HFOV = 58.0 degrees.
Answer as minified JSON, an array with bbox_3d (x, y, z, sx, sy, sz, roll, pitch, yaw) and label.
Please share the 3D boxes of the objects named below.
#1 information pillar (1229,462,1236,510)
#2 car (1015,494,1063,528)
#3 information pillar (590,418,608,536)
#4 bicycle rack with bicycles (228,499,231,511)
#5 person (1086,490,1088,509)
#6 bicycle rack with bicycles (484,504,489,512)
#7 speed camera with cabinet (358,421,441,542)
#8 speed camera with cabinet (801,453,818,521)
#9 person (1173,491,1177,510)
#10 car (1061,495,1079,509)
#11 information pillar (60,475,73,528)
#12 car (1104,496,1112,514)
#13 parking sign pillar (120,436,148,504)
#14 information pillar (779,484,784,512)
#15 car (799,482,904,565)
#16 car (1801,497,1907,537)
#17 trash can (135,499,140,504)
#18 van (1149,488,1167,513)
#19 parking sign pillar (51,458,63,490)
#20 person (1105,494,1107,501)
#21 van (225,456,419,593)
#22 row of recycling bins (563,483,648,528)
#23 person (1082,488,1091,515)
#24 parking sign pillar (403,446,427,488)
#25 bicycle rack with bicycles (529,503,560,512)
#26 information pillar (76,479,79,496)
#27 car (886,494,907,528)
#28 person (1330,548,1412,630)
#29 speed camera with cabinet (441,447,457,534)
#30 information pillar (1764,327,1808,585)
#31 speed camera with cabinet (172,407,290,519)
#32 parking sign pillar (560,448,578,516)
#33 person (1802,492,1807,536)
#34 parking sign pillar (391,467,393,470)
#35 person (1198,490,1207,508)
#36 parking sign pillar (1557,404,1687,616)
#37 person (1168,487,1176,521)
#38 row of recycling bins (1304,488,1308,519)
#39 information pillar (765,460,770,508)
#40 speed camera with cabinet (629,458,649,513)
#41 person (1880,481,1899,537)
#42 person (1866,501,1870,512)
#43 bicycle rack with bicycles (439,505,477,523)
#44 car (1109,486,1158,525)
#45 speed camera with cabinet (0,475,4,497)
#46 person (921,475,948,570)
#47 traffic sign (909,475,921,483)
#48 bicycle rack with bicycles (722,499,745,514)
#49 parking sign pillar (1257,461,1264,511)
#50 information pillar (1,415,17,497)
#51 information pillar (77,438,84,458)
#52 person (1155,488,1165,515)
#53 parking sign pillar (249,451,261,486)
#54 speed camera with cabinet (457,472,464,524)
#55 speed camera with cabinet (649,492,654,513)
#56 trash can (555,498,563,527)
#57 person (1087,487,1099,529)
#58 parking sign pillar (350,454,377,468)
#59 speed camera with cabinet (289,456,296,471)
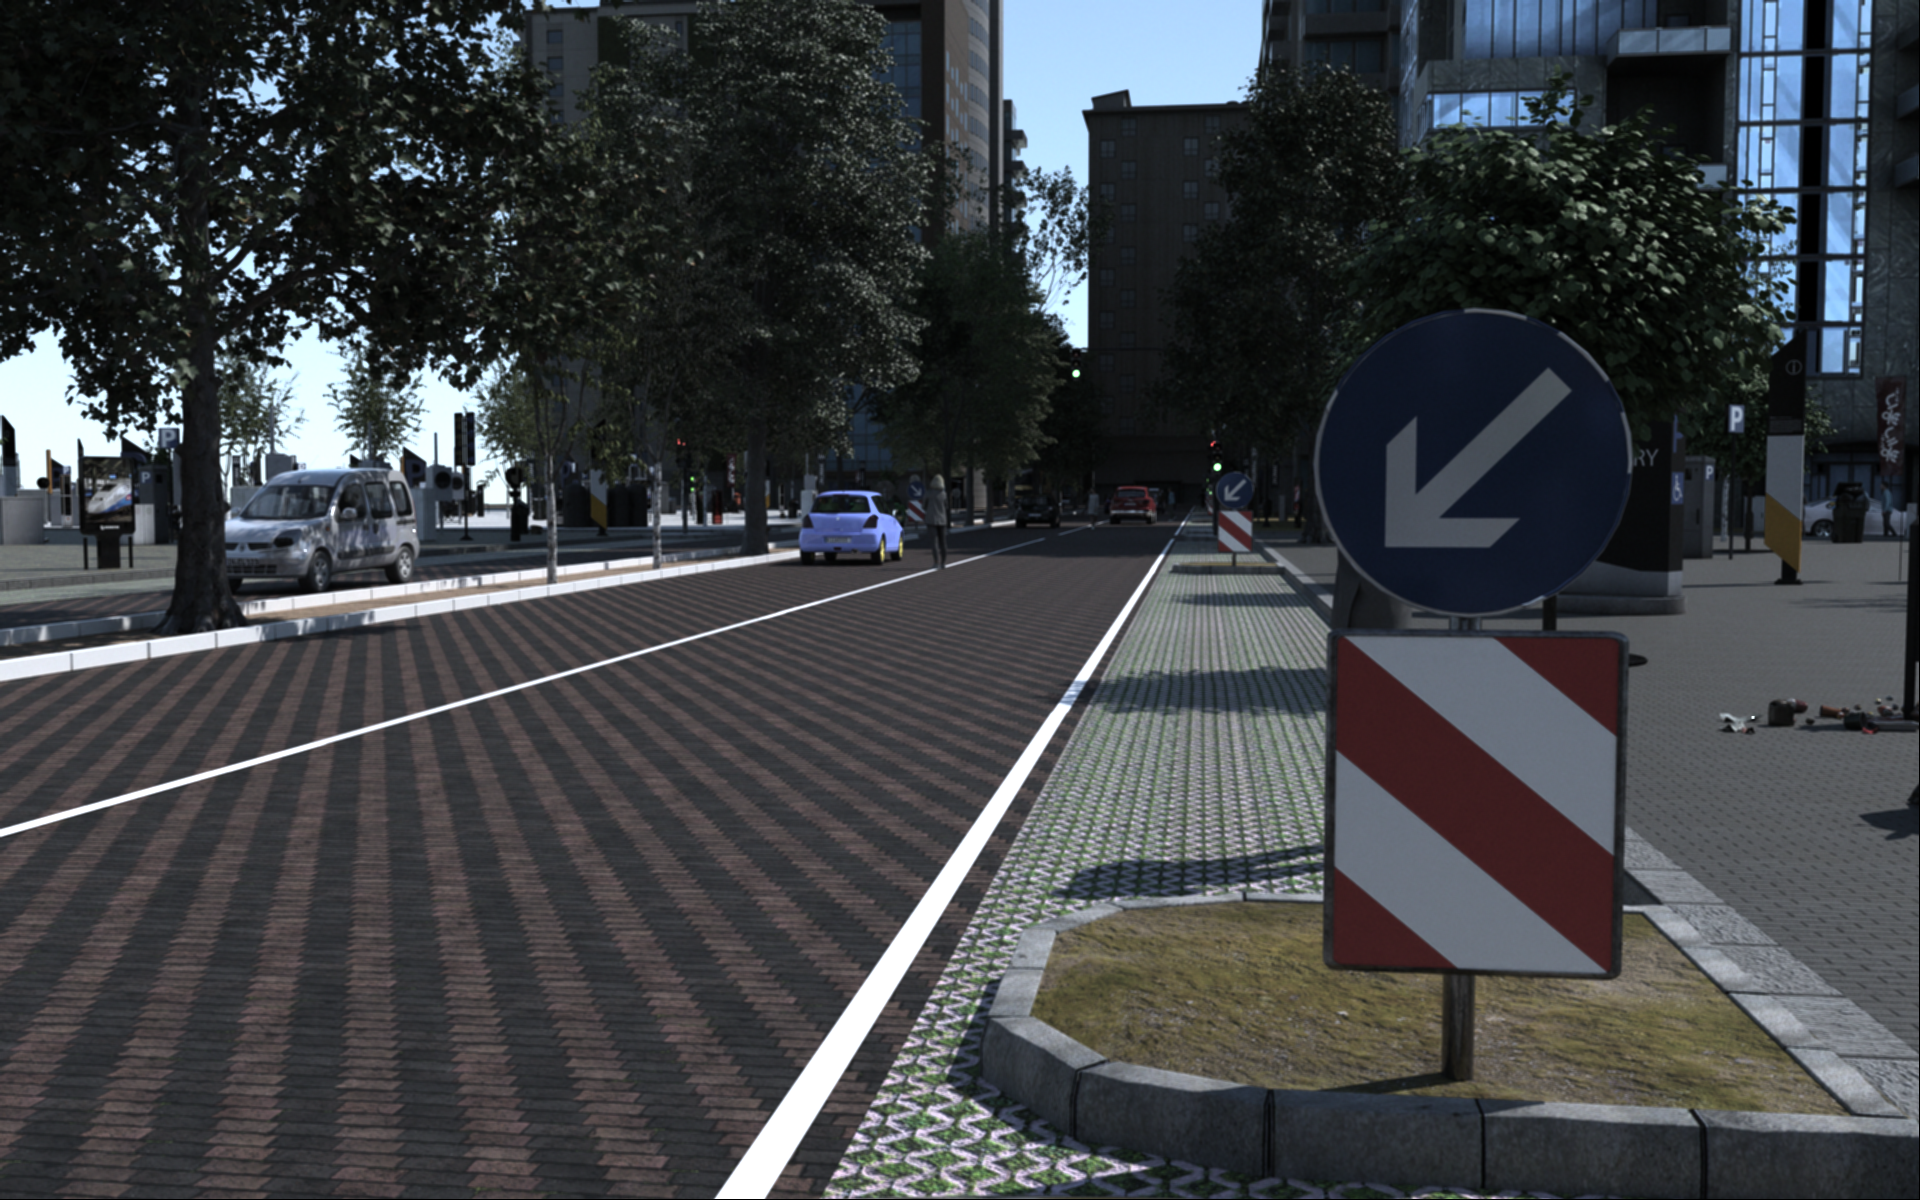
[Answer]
[{"bbox_3d":[19.237,-8.003,122.205,0.504,3.616,0.183,0,4,7],"label":"information pillar"},{"bbox_3d":[3.355,-3.936,74.141,2.009,1.686,4.222,0,4,7],"label":"car"},{"bbox_3d":[-11.055,-3.771,53.011,0.504,3.616,0.183,-1,4,-16],"label":"information pillar"},{"bbox_3d":[-54.306,-7.100,129.462,2.852,0.926,2.925,0,4,5],"label":"bicycle rack with bicycles"},{"bbox_3d":[12.245,-9.652,166.389,0.705,1.814,1.350,0,4,0],"label":"person"},{"bbox_3d":[-34.085,-6.561,120.653,2.852,0.926,2.925,-2,4,-34],"label":"bicycle rack with bicycles"},{"bbox_3d":[-15.341,-3.234,47.209,2.038,3.252,0.660,1,4,15],"label":"speed camera with cabinet"},{"bbox_3d":[-7.184,-5.401,82.639,0.660,3.252,2.038,0,4,2],"label":"speed camera with cabinet"},{"bbox_3d":[19.838,-9.222,160.206,0.541,1.710,0.530,-2,4,-35],"label":"person"},{"bbox_3d":[10.852,-9.798,172.771,1.945,1.354,3.894,1,4,9],"label":"car"},{"bbox_3d":[-34.327,-3.794,66.521,0.304,2.012,0.304,3,5,43],"label":"information pillar"},{"bbox_3d":[11.463,-6.944,126.109,1.945,1.354,3.894,1,4,9],"label":"car"},{"bbox_3d":[-38.145,-5.609,80.183,1.447,3.967,1.447,0,4,-4],"label":"parking sign pillar"},{"bbox_3d":[-12.754,-7.297,123.802,0.304,2.012,0.304,-1,4,-20],"label":"information pillar"},{"bbox_3d":[-2.219,-1.632,36.267,1.945,1.707,3.694,0,4,7],"label":"car"},{"bbox_3d":[28.320,-2.587,54.660,4.827,1.381,2.083,0,4,6],"label":"car"},{"bbox_3d":[-22.665,-2.200,47.630,0.748,1.137,0.748,0,3,0],"label":"trash can"},{"bbox_3d":[14.623,-7.556,130.557,2.013,2.044,4.112,0,4,6],"label":"van"},{"bbox_3d":[-65.939,-8.459,126.769,1.447,3.967,1.447,0,4,-7],"label":"parking sign pillar"},{"bbox_3d":[15.069,-10.215,178.767,0.557,1.426,1.065,1,4,18],"label":"person"},{"bbox_3d":[-9.877,-1.192,26.495,2.013,2.044,4.112,1,4,9],"label":"van"},{"bbox_3d":[-13.598,-3.646,66.719,3.534,1.692,1.069,-3,5,-43],"label":"row of recycling bins"},{"bbox_3d":[8.727,-6.690,117.848,0.822,1.834,0.622,1,4,22],"label":"person"},{"bbox_3d":[-30.577,-6.658,97.335,1.447,3.967,1.447,-3,4,-36],"label":"parking sign pillar"},{"bbox_3d":[-29.386,-6.848,125.351,2.925,0.926,2.852,1,4,12],"label":"bicycle rack with bicycles"},{"bbox_3d":[-41.737,-4.753,82.203,0.304,2.012,0.304,-3,4,-36],"label":"information pillar"},{"bbox_3d":[-3.225,-3.597,67.603,1.959,1.807,4.718,0,4,8],"label":"car"},{"bbox_3d":[1.663,0.095,6.745,0.447,1.846,0.655,0,4,1],"label":"person"},{"bbox_3d":[-17.157,-3.704,54.903,2.038,3.252,0.660,-3,5,-42],"label":"speed camera with cabinet"},{"bbox_3d":[11.715,-2.031,24.554,0.504,3.616,0.183,3,4,36],"label":"information pillar"},{"bbox_3d":[-14.783,-2.491,35.066,2.038,3.252,0.660,-1,4,-14],"label":"speed camera with cabinet"},{"bbox_3d":[-22.826,-6.903,101.336,1.447,3.967,1.447,-3,5,-41],"label":"parking sign pillar"},{"bbox_3d":[25.962,-2.738,53.613,0.599,1.781,0.374,-1,4,-12],"label":"person"},{"bbox_3d":[-39.122,-7.903,117.694,1.447,3.967,1.447,-3,5,-41],"label":"parking sign pillar"},{"bbox_3d":[23.291,-9.641,165.757,1.348,1.869,0.705,3,4,38],"label":"person"},{"bbox_3d":[7.180,-1.859,18.868,1.447,3.967,1.447,3,5,43],"label":"parking sign pillar"},{"bbox_3d":[11.199,-5.057,91.526,0.444,1.785,0.601,2,4,32],"label":"person"},{"bbox_3d":[18.184,-4.895,87.140,1.069,1.692,3.534,0,4,-5],"label":"row of recycling bins"},{"bbox_3d":[-11.582,-6.835,103.111,0.504,3.616,0.183,0,4,-5],"label":"information pillar"},{"bbox_3d":[-18.275,-6.155,94.973,2.038,3.252,0.660,-1,4,-9],"label":"speed camera with cabinet"},{"bbox_3d":[28.389,-2.717,52.936,0.620,1.820,0.660,2,4,25],"label":"person"},{"bbox_3d":[27.370,-2.693,52.871,0.623,1.781,0.721,-2,4,-33],"label":"person"},{"bbox_3d":[-23.982,-4.008,78.916,2.925,0.926,2.852,1,4,13],"label":"bicycle rack with bicycles"},{"bbox_3d":[8.315,-4.554,83.131,2.281,1.827,5.304,1,4,9],"label":"car"},{"bbox_3d":[-45.021,-5.409,82.777,0.660,3.252,2.038,1,4,21],"label":"speed camera with cabinet"},{"bbox_3d":[-0.499,-1.491,33.058,0.537,1.800,0.526,-1,4,-17],"label":"person"},{"bbox_3d":[-2.941,-6.881,112.616,0.768,2.556,0.104,1,4,15],"label":"traffic sign"},{"bbox_3d":[-14.406,-6.181,114.443,2.925,0.926,2.852,-1,4,-20],"label":"bicycle rack with bicycles"},{"bbox_3d":[23.201,-8.910,134.157,1.447,3.967,1.447,1,4,18],"label":"parking sign pillar"},{"bbox_3d":[-28.277,-3.679,51.513,0.183,3.616,0.504,1,4,10],"label":"information pillar"},{"bbox_3d":[-36.971,-4.987,72.888,0.183,3.616,0.504,-1,4,-10],"label":"information pillar"},{"bbox_3d":[13.813,-6.802,119.625,0.656,1.842,0.836,0,4,-6],"label":"person"},{"bbox_3d":[-41.985,-7.019,103.233,1.447,3.967,1.447,-1,4,-12],"label":"parking sign pillar"},{"bbox_3d":[-21.864,-4.793,72.695,2.038,3.252,0.660,-1,4,-21],"label":"speed camera with cabinet"},{"bbox_3d":[-20.929,-7.491,116.818,0.660,3.252,2.038,2,4,27],"label":"speed camera with cabinet"},{"bbox_3d":[-15.664,-3.419,67.557,0.748,1.137,0.748,0,3,0],"label":"trash can"},{"bbox_3d":[5.417,-3.752,70.592,0.466,1.731,0.760,0,4,-4],"label":"person"},{"bbox_3d":[-39.830,-7.739,115.011,1.447,3.967,1.447,0,4,-7],"label":"parking sign pillar"},{"bbox_3d":[-15.307,-2.726,38.904,0.660,3.252,2.038,-1,4,-16],"label":"speed camera with cabinet"}]
